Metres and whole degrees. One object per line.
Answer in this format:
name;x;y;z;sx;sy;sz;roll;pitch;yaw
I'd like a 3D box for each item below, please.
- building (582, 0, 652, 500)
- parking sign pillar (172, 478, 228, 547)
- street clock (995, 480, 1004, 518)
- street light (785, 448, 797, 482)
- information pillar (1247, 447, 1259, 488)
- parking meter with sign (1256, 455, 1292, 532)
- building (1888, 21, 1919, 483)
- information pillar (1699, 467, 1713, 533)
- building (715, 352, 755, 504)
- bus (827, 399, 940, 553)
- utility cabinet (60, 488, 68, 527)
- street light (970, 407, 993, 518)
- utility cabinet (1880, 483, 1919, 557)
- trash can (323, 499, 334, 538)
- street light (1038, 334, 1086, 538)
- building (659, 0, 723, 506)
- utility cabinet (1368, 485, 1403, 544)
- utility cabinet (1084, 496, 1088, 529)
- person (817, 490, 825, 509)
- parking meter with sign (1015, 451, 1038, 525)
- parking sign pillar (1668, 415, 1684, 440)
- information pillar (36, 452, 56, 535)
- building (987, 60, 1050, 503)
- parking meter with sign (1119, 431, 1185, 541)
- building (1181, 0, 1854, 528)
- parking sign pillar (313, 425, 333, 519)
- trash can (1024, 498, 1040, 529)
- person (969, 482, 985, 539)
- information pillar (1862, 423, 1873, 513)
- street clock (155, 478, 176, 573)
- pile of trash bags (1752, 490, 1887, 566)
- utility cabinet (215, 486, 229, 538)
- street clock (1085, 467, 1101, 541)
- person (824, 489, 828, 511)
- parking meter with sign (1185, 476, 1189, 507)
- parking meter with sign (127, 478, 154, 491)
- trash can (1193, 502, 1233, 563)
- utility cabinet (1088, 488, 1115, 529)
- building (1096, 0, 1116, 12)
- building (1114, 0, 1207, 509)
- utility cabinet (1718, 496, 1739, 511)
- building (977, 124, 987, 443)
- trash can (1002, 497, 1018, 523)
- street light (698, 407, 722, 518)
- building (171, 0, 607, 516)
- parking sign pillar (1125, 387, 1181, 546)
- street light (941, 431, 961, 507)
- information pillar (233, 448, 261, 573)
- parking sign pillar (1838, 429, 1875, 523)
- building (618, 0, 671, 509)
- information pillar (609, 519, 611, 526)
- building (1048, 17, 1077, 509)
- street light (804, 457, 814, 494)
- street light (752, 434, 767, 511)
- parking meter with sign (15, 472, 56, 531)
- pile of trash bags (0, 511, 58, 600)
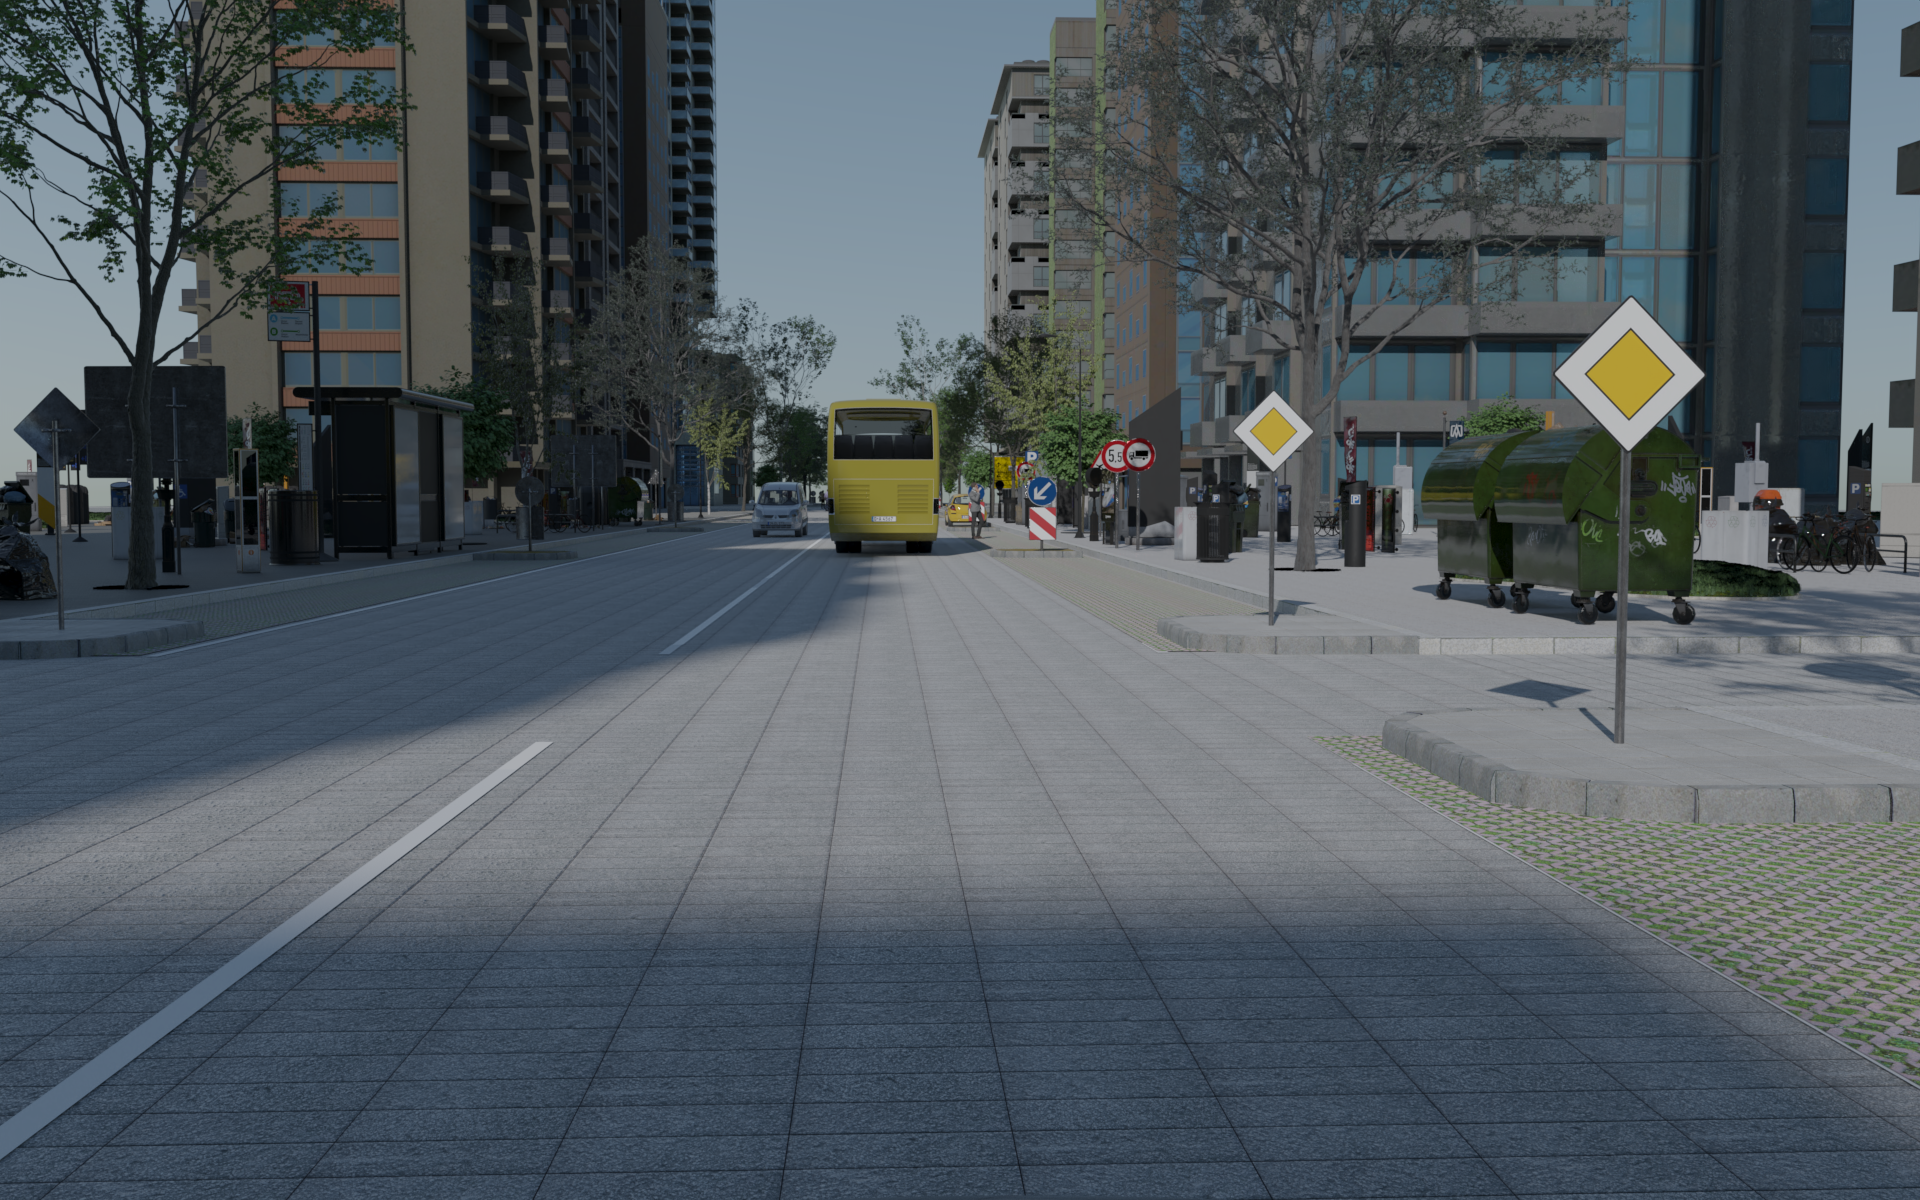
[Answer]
building;-34.092;-42.216;128.487;20.563;71.187;20.611;0;4;-3
parking sign pillar;-18.984;-3.330;42.923;1.447;3.967;1.447;0;4;6
street clock;2.095;-5.311;91.405;0.471;2.002;0.358;0;4;6
street light;-17.150;-12.434;175.841;1.470;5.913;1.316;0;4;-3
information pillar;10.524;-4.330;62.150;0.183;3.616;0.504;-3;5;-44
parking meter with sign;10.495;-3.848;59.177;0.543;3.016;1.738;-3;4;-36
building;32.206;-25.089;33.912;21.600;48.544;21.300;0;4;-3
information pillar;20.663;-2.659;47.971;0.304;2.012;0.304;2;4;27
building;-41.911;-23.387;227.422;27.650;21.520;28.899;0;4;-3
bus;-1.979;-3.265;44.933;2.896;3.916;12.252;0;4;-2
utility cabinet;-35.326;-3.583;67.258;1.173;1.500;0.318;-1;4;-21
street light;1.082;-7.283;91.614;1.470;5.913;1.316;0;4;-3
utility cabinet;19.105;-1.589;34.654;1.173;1.500;0.318;3;5;40
trash can;-18.422;-2.376;50.505;0.748;1.137;0.748;0;3;0
street light;2.944;-4.755;50.280;1.470;5.913;1.316;0;4;-3
building;-37.873;-53.994;195.471;22.319;86.520;31.000;0;4;-3
utility cabinet;10.663;-2.163;44.049;0.318;1.500;1.173;-3;5;-43
utility cabinet;4.558;-3.208;63.617;0.306;1.237;1.020;0;4;4
person;-13.243;-9.739;167.742;1.348;1.823;0.705;2;4;23
parking meter with sign;2.692;-4.597;71.416;0.543;3.016;1.738;-1;4;-15
parking sign pillar;24.141;-4.302;58.814;1.447;3.967;1.447;0;4;5
information pillar;-28.470;-3.829;53.953;0.504;3.616;0.183;-2;4;-29
building;18.820;-37.945;209.642;28.713;52.752;27.495;0;4;-3
parking meter with sign;5.198;-3.140;47.603;1.738;3.016;0.543;-1;4;-13
building;22.752;-27.942;76.461;23.786;49.044;30.456;0;4;-3
parking sign pillar;-24.706;-4.786;66.718;1.447;3.967;1.447;1;4;9
trash can;2.719;-3.229;64.451;0.748;1.137;0.748;0;3;0
person;0.537;-2.834;55.017;0.473;1.802;0.592;3;5;39
information pillar;29.897;-4.022;57.111;0.183;3.616;0.504;0;4;-2
street clock;-12.984;-1.456;28.371;0.358;2.002;0.471;-1;4;-19
pile of trash bags;15.790;-1.395;32.561;1.912;1.369;3.447;0;4;0
utility cabinet;-20.010;-2.336;46.877;0.318;1.500;1.173;-2;4;-29
street clock;3.640;-2.591;46.937;0.471;2.002;0.358;-2;4;-30
person;-10.933;-8.308;144.200;0.599;1.838;0.709;-3;5;-43
parking meter with sign;8.638;-4.386;67.974;0.543;3.016;1.738;3;5;43
parking meter with sign;-36.959;-4.980;77.689;0.543;3.016;1.738;2;4;33
trash can;4.728;-1.269;32.404;0.748;1.137;0.748;0;3;0
utility cabinet;5.095;-3.266;62.085;0.318;1.500;1.173;-2;4;-35
building;15.720;-26.362;114.612;14.154;41.232;14.086;0;4;-3
building;16.804;-27.524;100.128;14.600;45.320;14.200;0;4;-3
utility cabinet;24.748;-2.732;55.834;0.306;1.237;1.020;0;4;3
building;17.444;-39.680;238.006;28.713;52.752;27.495;0;4;-3
trash can;2.215;-3.939;76.057;0.748;1.137;0.748;0;3;0
street light;-13.370;-7.355;92.800;1.470;5.913;1.316;0;4;-3
building;-33.773;-27.500;104.242;22.147;44.769;28.867;0;4;-3
parking sign pillar;4.902;-3.381;43.758;1.447;3.967;1.447;0;4;1
street light;-0.528;-9.467;127.322;1.470;5.913;1.316;0;4;-3
information pillar;-11.567;-1.444;28.104;0.304;2.012;0.304;-3;5;-40
parking sign pillar;37.526;-5.134;72.420;1.447;3.967;1.447;1;4;9
building;-32.472;-30.378;146.792;14.600;45.320;14.200;0;4;-3
information pillar;-14.247;-4.850;70.657;0.183;3.616;0.504;0;4;-8
building;14.692;-28.710;153.005;14.154;41.232;14.086;0;4;-3
street light;-19.001;-14.984;217.527;1.470;5.913;1.316;0;4;-3
street light;-15.358;-9.858;133.715;1.470;5.913;1.316;0;4;-3
parking meter with sign;-32.045;-3.872;59.574;1.738;3.016;0.543;-1;4;-14
pile of trash bags;-12.343;-0.626;19.986;1.912;1.369;3.447;1;4;16
